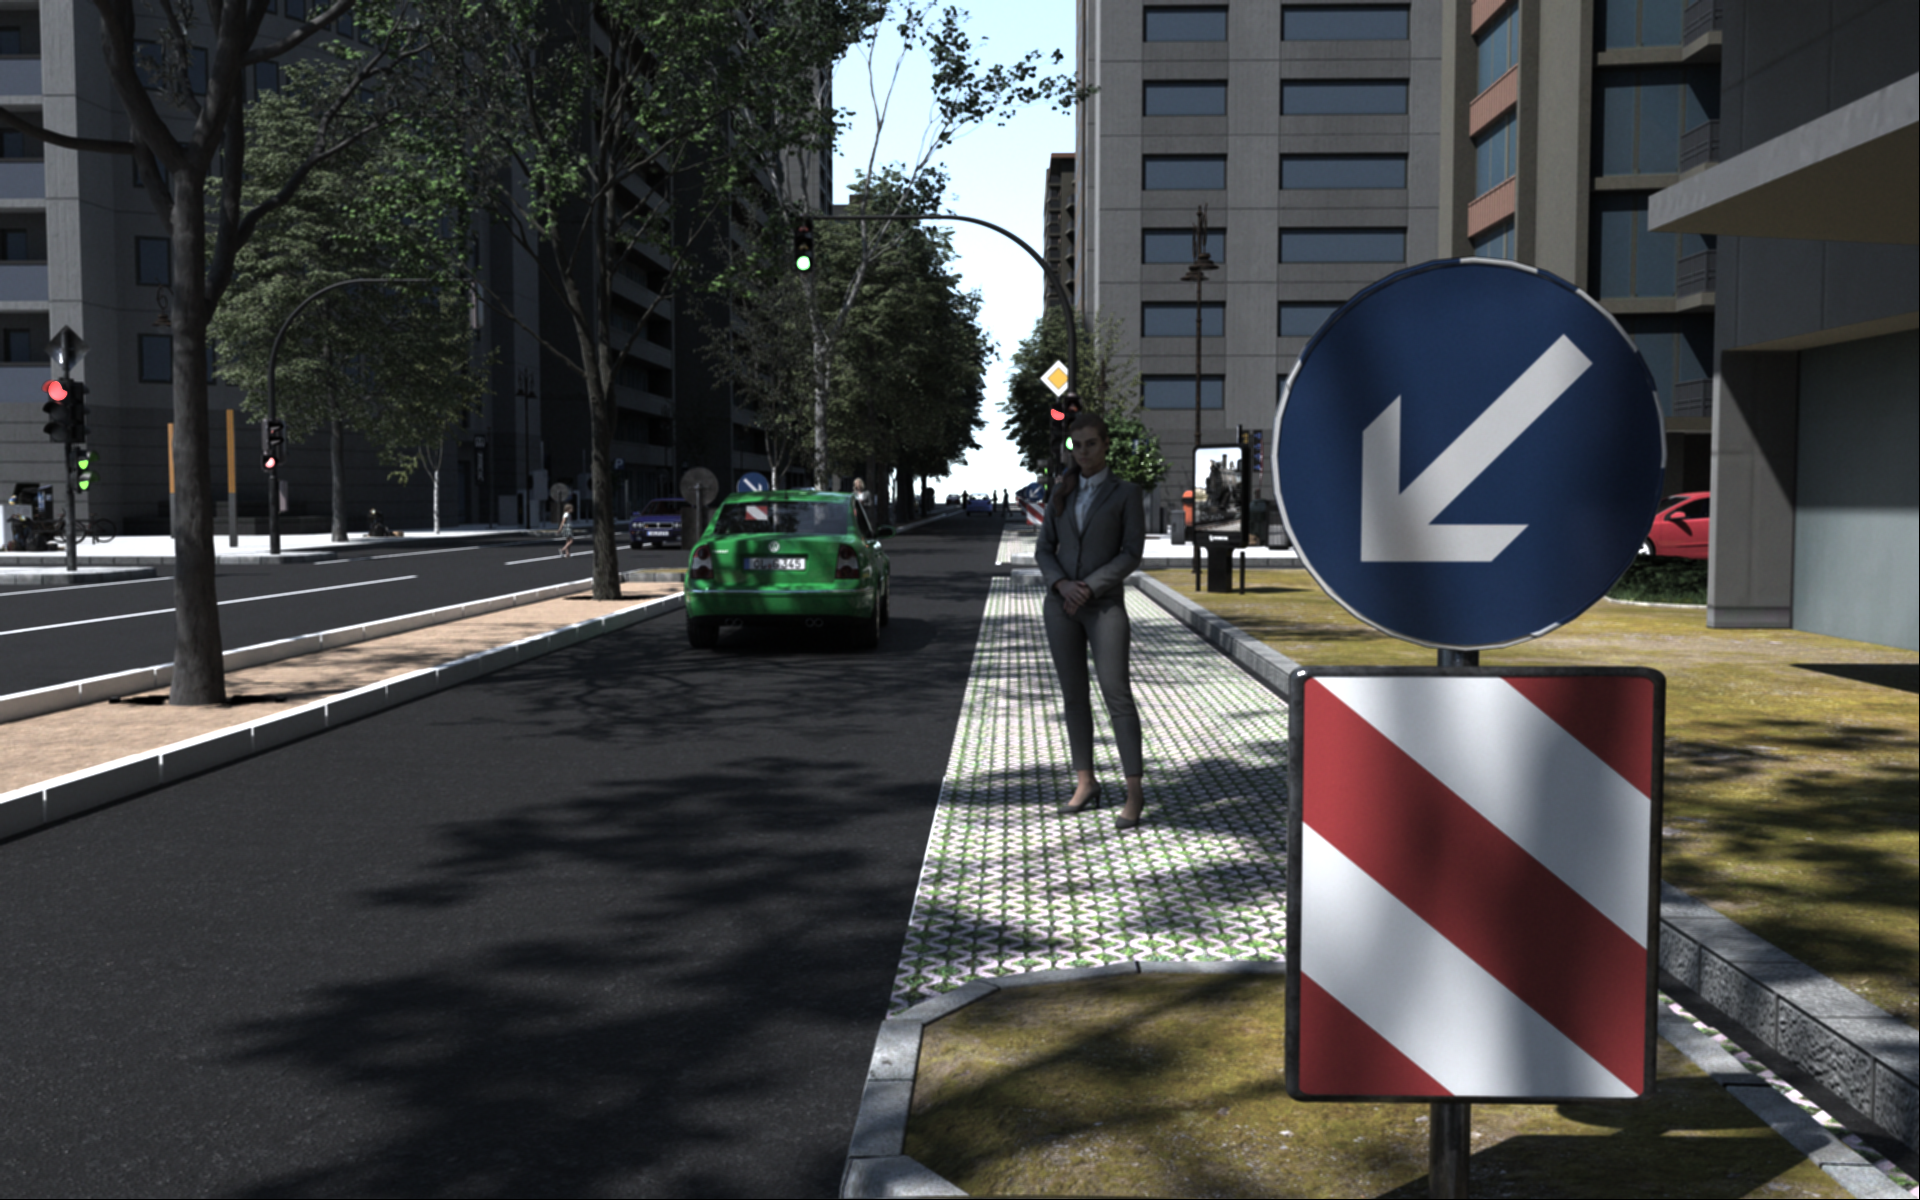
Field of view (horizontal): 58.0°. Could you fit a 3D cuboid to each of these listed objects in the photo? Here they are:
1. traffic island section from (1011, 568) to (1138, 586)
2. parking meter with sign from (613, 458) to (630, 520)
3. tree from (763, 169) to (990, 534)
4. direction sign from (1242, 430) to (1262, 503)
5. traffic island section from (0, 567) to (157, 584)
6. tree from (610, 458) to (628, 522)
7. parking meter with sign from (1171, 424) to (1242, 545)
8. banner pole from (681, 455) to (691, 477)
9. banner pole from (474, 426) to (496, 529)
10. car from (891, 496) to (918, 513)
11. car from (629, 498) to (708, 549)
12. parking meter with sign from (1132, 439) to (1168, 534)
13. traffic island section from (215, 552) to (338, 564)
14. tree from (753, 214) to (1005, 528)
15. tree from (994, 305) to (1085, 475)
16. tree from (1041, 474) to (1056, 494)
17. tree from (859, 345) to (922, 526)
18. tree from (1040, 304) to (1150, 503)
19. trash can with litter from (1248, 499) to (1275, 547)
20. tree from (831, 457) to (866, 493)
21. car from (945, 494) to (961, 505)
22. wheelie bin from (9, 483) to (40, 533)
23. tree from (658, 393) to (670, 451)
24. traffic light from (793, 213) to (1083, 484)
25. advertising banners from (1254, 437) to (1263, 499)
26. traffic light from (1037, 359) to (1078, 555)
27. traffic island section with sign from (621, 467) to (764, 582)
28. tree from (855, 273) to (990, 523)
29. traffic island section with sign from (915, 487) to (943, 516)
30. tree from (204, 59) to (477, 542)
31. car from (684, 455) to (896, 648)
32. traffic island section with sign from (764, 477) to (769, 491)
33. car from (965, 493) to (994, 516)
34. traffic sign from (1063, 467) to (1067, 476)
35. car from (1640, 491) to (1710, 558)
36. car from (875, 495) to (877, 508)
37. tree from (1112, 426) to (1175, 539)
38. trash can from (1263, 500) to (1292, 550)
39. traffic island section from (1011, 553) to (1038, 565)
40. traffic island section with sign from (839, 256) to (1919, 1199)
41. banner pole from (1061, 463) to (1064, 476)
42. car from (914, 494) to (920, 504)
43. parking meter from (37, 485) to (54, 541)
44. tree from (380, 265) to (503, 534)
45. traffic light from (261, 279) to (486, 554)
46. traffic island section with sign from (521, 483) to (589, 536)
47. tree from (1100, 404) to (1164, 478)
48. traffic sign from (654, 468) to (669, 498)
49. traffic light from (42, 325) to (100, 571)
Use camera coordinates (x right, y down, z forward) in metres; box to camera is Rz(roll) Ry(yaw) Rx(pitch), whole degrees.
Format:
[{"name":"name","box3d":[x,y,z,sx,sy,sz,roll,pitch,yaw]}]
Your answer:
[{"name":"traffic island section","box3d":[1.840,-0.375,28.416,2.009,0.180,2.903,0,4,2]},{"name":"parking meter with sign","box3d":[-16.528,-5.420,84.878,0.543,3.016,1.738,0,3,0]},{"name":"tree","box3d":[-3.016,-8.507,59.667,7.486,12.596,7.792,0,3,0]},{"name":"direction sign","box3d":[10.306,-4.244,61.379,0.876,3.537,0.379,3,5,42]},{"name":"traffic island section","box3d":[-14.844,-0.406,28.920,2.009,0.180,2.903,0,4,2]},{"name":"tree","box3d":[-16.347,-5.190,79.458,1.663,3.219,1.824,0,3,0]},{"name":"parking meter with sign","box3d":[6.199,-2.898,43.635,1.738,3.016,0.543,0,4,5]},{"name":"banner pole","box3d":[-17.620,-7.459,111.970,0.863,3.779,0.401,1,4,10]},{"name":"banner pole","box3d":[-17.510,-4.510,63.755,0.401,3.779,0.863,3,5,44]},{"name":"car","box3d":[-4.103,-7.349,130.376,2.015,1.641,3.980,0,4,3]},{"name":"car","box3d":[-7.645,-2.056,46.193,1.945,1.354,3.894,0,4,2]},{"name":"parking meter with sign","box3d":[6.122,-3.619,55.424,0.543,3.016,1.738,2,4,30]},{"name":"traffic island section","box3d":[-14.604,-0.894,36.901,2.009,0.180,2.903,0,4,2]},{"name":"tree","box3d":[-3.069,-9.103,68.300,9.611,12.733,9.660,0,3,0]},{"name":"tree","box3d":[5.775,-11.388,104.325,7.486,12.596,7.792,0,3,0]},{"name":"tree","box3d":[7.525,-9.083,143.114,1.663,3.219,1.824,0,3,0]},{"name":"tree","box3d":[-2.992,-7.597,77.032,4.737,8.622,4.395,0,3,0]},{"name":"tree","box3d":[5.230,-7.211,68.259,4.737,8.622,4.395,0,3,0]},{"name":"trash can with litter","box3d":[7.313,-1.900,42.445,0.624,1.170,1.055,2,4,25]},{"name":"tree","box3d":[-12.131,-15.540,188.484,8.767,10.594,7.601,0,3,0]},{"name":"car","box3d":[-0.840,-13.250,225.672,2.155,1.783,4.494,0,4,4]},{"name":"wheelie bin","box3d":[-26.460,-2.530,49.271,0.693,1.594,0.980,3,4,38]},{"name":"tree","box3d":[-15.021,-9.135,99.721,4.360,8.622,3.978,0,3,0]},{"name":"traffic light","box3d":[-0.293,-3.276,28.224,4.771,5.953,1.251,0,4,2]},{"name":"advertising banners","box3d":[9.412,-3.573,54.607,0.090,3.025,2.074,0,4,4]},{"name":"traffic light","box3d":[2.040,-2.897,36.285,0.839,4.253,0.868,0,4,2]},{"name":"traffic island section with sign","box3d":[-4.457,-1.266,28.843,2.006,1.907,1.989,0,4,2]},{"name":"tree","box3d":[-2.703,-11.320,94.189,9.857,13.997,8.962,0,3,0]},{"name":"traffic island section with sign","box3d":[-1.981,-6.313,111.352,2.006,1.907,1.989,0,4,2]},{"name":"tree","box3d":[-17.116,-7.835,46.230,7.486,12.596,7.792,0,3,0]},{"name":"car","box3d":[-1.648,-0.535,17.541,1.959,1.807,4.718,0,3,0]},{"name":"traffic island section with sign","box3d":[-4.226,-1.719,36.246,2.006,1.907,1.989,0,4,2]},{"name":"car","box3d":[1.271,-6.419,114.539,1.945,1.707,3.694,0,4,1]},{"name":"traffic sign","box3d":[5.027,-4.789,78.404,0.768,2.556,0.104,0,4,6]},{"name":"car","box3d":[13.748,-1.442,32.611,4.494,1.783,2.155,0,4,3]},{"name":"car","box3d":[-7.789,-9.014,159.746,2.083,1.381,4.827,0,4,4]},{"name":"tree","box3d":[5.190,-3.368,49.668,1.663,3.219,1.824,0,3,0]},{"name":"trash can","box3d":[7.329,-1.721,39.795,0.748,1.137,0.748,0,3,0]},{"name":"traffic island section","box3d":[2.079,-0.863,36.397,2.009,0.180,2.903,0,4,2]},{"name":"traffic island section with sign","box3d":[0.775,0.301,3.705,1.989,1.847,2.006,0,4,2]},{"name":"banner pole","box3d":[5.342,-6.165,90.822,0.401,3.779,0.863,-1,4,-10]},{"name":"car","box3d":[-6.001,-13.347,228.006,2.009,1.686,4.222,0,4,0]},{"name":"parking meter","box3d":[-24.988,-2.380,47.328,0.372,1.533,0.369,0,3,0]},{"name":"tree","box3d":[-16.832,-6.437,55.601,4.737,8.622,4.395,0,3,0]},{"name":"traffic light","box3d":[-12.471,-3.796,36.738,4.771,5.953,1.251,0,4,2]},{"name":"traffic island section with sign","box3d":[-13.920,-3.130,59.796,1.989,1.847,2.006,0,4,2]},{"name":"tree","box3d":[5.805,-4.875,63.416,4.285,4.588,4.351,0,3,0]},{"name":"traffic sign","box3d":[-14.799,-5.249,85.933,0.768,2.556,0.104,1,4,9]},{"name":"traffic light","box3d":[-14.804,-2.438,28.784,0.839,4.253,0.868,0,4,2]}]
